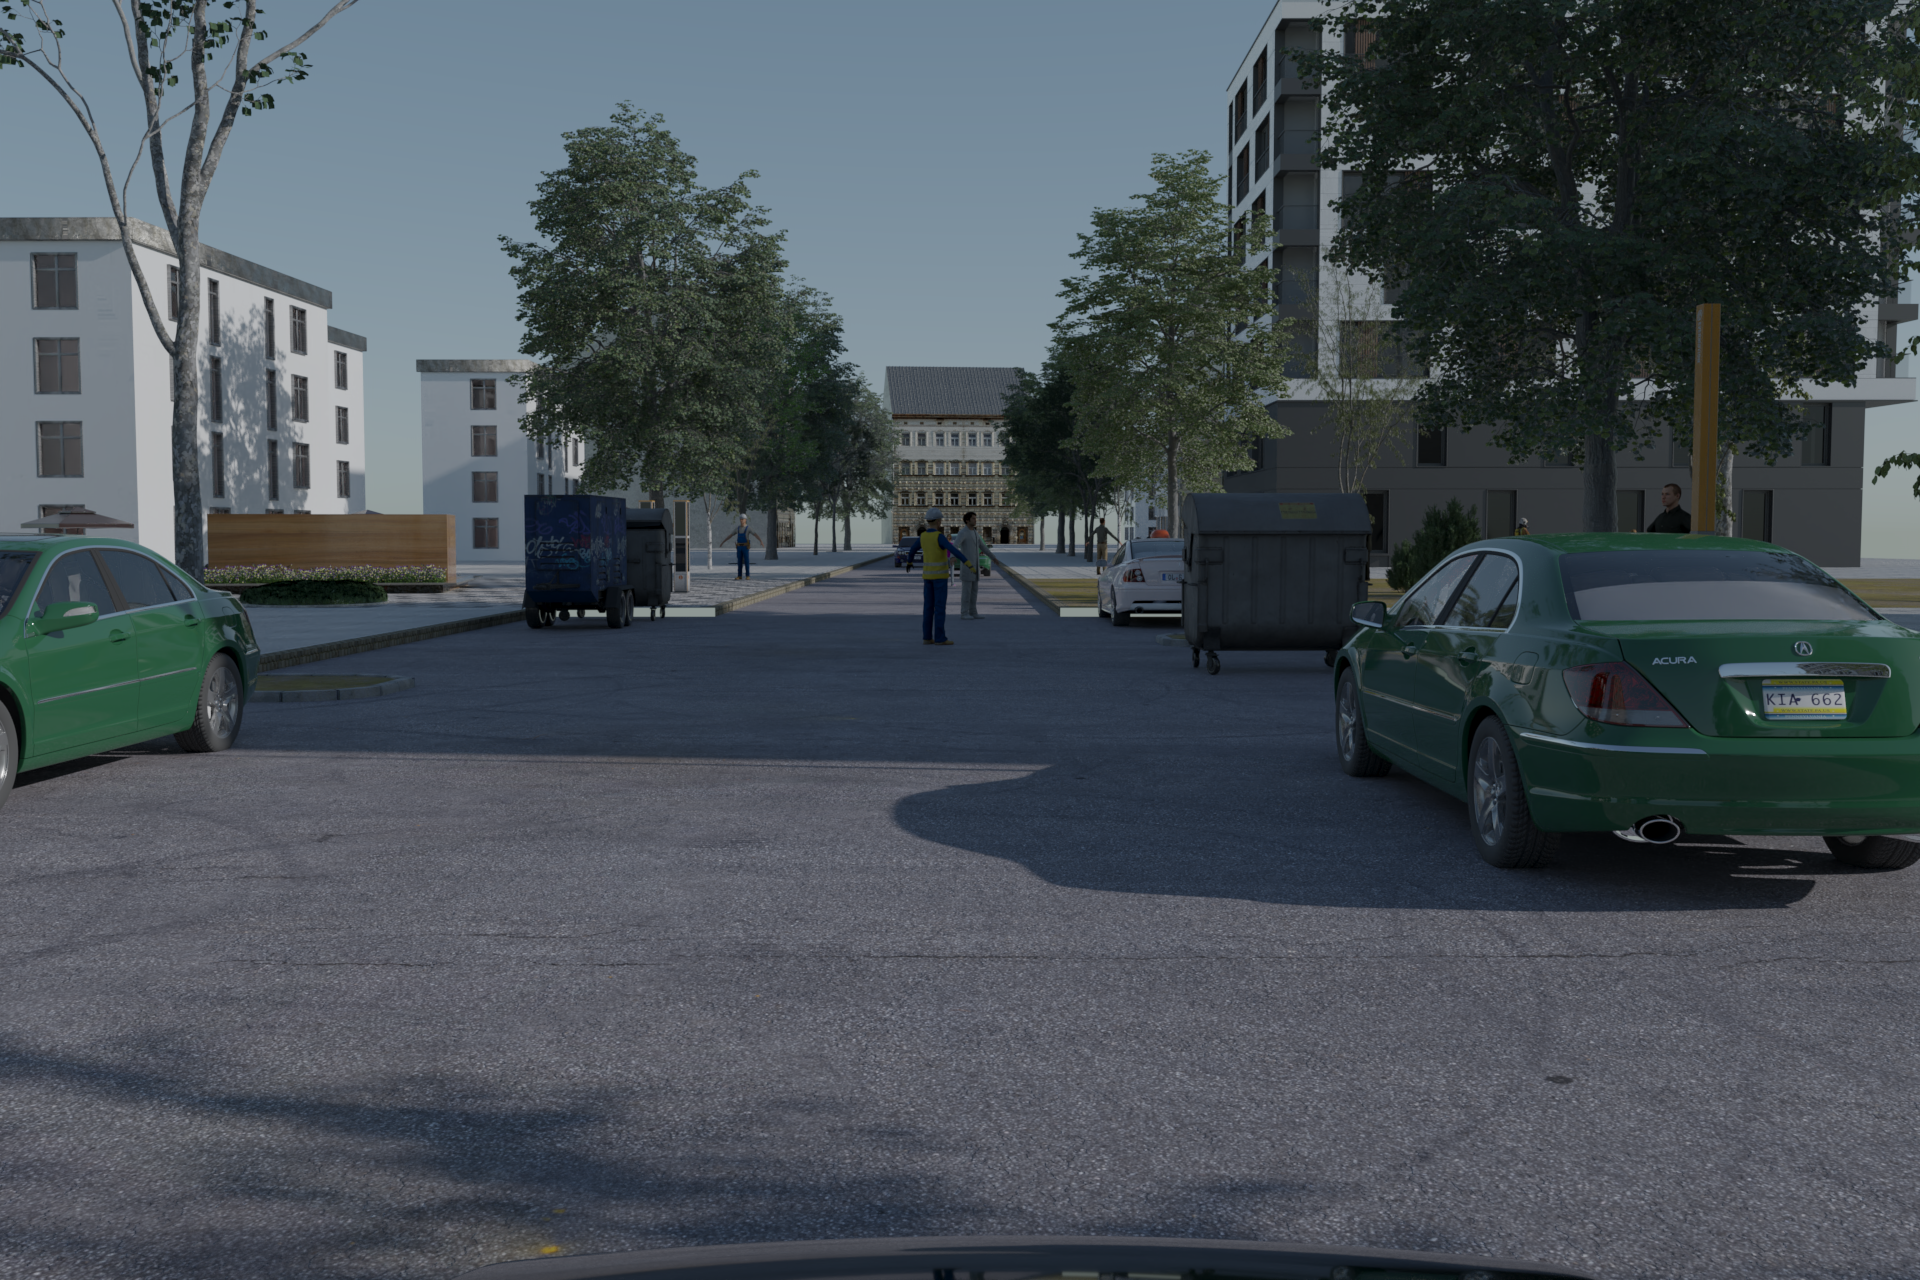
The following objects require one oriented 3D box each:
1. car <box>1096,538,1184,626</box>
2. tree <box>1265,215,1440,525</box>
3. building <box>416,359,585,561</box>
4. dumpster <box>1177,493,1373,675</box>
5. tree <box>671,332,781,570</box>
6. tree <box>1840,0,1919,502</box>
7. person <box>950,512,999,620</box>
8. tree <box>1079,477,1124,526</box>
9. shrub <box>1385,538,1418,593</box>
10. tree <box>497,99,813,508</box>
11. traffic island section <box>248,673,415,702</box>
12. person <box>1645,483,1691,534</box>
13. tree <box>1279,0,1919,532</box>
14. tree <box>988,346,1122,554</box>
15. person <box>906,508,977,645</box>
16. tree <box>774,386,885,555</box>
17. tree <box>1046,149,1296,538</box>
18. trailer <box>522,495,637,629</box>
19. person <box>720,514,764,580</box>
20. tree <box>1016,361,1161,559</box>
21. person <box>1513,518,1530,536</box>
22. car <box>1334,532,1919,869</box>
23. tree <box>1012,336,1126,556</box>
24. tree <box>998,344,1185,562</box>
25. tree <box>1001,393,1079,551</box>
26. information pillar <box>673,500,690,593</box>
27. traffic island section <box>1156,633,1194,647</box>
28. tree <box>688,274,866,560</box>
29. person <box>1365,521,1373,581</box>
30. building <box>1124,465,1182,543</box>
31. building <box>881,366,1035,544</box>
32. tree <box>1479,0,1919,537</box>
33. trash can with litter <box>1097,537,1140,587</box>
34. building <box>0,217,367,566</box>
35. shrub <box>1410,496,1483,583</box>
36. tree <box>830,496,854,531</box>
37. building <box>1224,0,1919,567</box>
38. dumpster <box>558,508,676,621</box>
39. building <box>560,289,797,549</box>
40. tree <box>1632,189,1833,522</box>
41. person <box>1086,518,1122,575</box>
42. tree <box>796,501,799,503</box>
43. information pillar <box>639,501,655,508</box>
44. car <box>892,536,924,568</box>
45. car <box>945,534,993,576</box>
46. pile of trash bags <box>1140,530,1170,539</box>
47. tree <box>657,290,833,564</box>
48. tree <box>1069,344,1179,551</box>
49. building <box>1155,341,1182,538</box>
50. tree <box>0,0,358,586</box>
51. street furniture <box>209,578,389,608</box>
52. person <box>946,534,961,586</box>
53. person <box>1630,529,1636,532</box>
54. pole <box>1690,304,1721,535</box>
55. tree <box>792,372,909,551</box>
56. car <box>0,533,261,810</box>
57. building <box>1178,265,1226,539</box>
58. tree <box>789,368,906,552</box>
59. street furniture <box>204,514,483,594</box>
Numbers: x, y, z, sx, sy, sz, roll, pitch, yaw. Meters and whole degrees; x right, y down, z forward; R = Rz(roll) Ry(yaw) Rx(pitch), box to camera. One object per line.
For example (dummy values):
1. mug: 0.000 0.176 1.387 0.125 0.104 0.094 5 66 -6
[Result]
1. car: 3.295 -0.974 28.288 2.083 1.381 4.827 0 4 0
2. tree: 8.938 -5.541 40.955 4.360 8.622 3.978 0 3 0
3. building: -25.517 -9.492 97.342 9.099 9.664 28.070 0 4 -1
4. dumpster: 3.258 -0.604 18.086 1.865 1.857 1.264 0 4 -1
5. tree: -9.217 -6.865 62.602 4.360 8.622 3.978 0 3 0
6. tree: 9.615 -3.934 14.681 4.737 8.622 4.395 0 3 0
7. person: 0.193 -1.256 29.174 0.705 1.806 1.347 2 4 35
8. tree: 18.708 -19.295 225.837 12.009 13.543 11.850 0 3 0
9. shrub: 9.782 -1.638 37.904 1.383 1.207 1.383 0 3 0
10. tree: -9.031 -8.863 51.557 9.857 13.997 8.962 0 3 0
11. traffic island section: -6.103 0.436 15.746 1.991 0.108 1.994 0 4 0
12. person: 7.306 -0.713 17.870 0.705 1.803 1.348 -1 4 -23
13. tree: 9.594 -7.259 25.343 9.857 13.997 8.962 0 3 0
14. tree: 6.669 -12.684 114.039 9.857 13.997 8.962 0 3 0
15. person: -0.270 -0.829 22.475 1.216 1.772 0.721 3 5 43
16. tree: -8.768 -10.394 104.353 8.767 10.594 7.601 0 4 -2
17. tree: 6.271 -8.153 51.430 7.486 12.596 7.792 0 3 0
18. trailer: -5.825 -1.149 25.837 1.471 1.999 3.904 0 4 0
19. person: -6.089 -2.612 48.564 1.347 1.847 0.705 1 4 17
20. tree: 6.681 -9.441 88.777 8.767 10.594 7.601 2 4 27
21. person: 20.250 -3.456 62.271 0.705 1.858 1.354 -1 4 -16
22. car: 3.191 0.180 8.851 2.131 1.459 4.920 0 4 0
23. tree: 6.612 -11.113 99.818 7.486 12.596 7.792 0 3 0
24. tree: 5.967 -8.814 78.523 8.767 10.594 7.601 -1 4 -9
25. tree: 6.722 -13.155 133.218 7.486 12.596 7.792 0 3 0
26. information pillar: -6.095 -2.045 37.929 0.304 2.012 0.304 0 4 2
27. traffic island section: 3.603 0.008 22.740 1.991 0.108 1.994 0 4 0
28. tree: -9.500 -10.995 86.428 9.857 13.997 8.962 0 3 0
29. person: 11.091 -2.522 47.429 0.705 1.806 1.347 1 4 23
30. building: 23.538 -15.097 188.986 9.099 9.664 28.070 0 4 0
31. building: -0.619 -24.016 226.052 18.063 23.208 19.493 0 4 -7
32. tree: 19.855 -11.517 44.191 12.611 20.169 13.585 0 3 0
33. trash can with litter: 4.172 -1.843 41.188 1.678 1.210 2.233 0 4 -1
34. building: -26.250 -7.215 60.107 9.099 9.664 28.070 0 4 1
35. shrub: 10.080 -1.931 35.606 1.661 2.075 1.752 0 3 0
36. tree: -14.661 -16.560 221.118 4.737 8.622 4.395 0 3 0
37. building: 26.196 -14.572 82.232 27.936 21.610 32.646 0 4 0
38. dumpster: -5.761 -1.266 28.923 1.865 1.857 1.264 0 4 0
39. building: -25.561 -20.156 160.481 19.493 23.208 18.063 0 4 1
40. tree: 14.635 -5.086 33.515 4.737 8.622 4.395 0 3 0
41. person: 4.478 -2.941 54.361 1.348 1.796 0.705 3 4 37
42. tree: -24.157 -18.087 221.470 9.928 11.665 9.643 0 3 0
43. information pillar: -6.880 -2.055 38.088 0.304 2.012 0.304 0 4 0
44. car: -1.965 -3.845 75.445 1.945 1.354 3.894 0 4 -1
45. car: 0.110 -2.958 60.163 2.131 1.459 4.920 0 4 -2
46. pile of trash bags: 3.959 -1.443 33.349 1.912 1.369 3.447 0 4 0
47. tree: -9.203 -9.018 73.199 9.928 11.665 9.643 0 3 0
48. tree: 5.952 -7.148 67.236 4.360 8.622 3.978 0 3 0
49. building: 24.199 -19.090 168.545 16.016 20.090 11.380 0 4 0
50. tree: -12.078 -10.483 27.279 12.611 20.169 13.585 0 3 0
51. street furniture: -15.596 -0.905 30.421 10.072 0.657 5.734 0 4 1
52. person: -0.279 -2.203 47.750 0.991 1.433 0.599 1 4 15
53. person: 21.916 -2.872 56.225 0.599 1.433 0.991 0 4 -4
54. pole: 6.642 -1.323 15.468 0.158 3.312 0.155 0 3 0
55. tree: -8.829 -13.905 134.007 9.857 13.997 8.962 0 3 0
56. car: -5.770 0.105 10.085 2.131 1.459 4.920 0 4 0
57. building: 24.412 -17.006 108.970 19.493 23.208 18.063 0 4 -1
58. tree: -8.994 -13.002 122.951 12.009 13.543 11.850 0 3 0
59. street furniture: -15.699 -1.993 39.444 9.812 1.723 11.010 -1 4 -11
